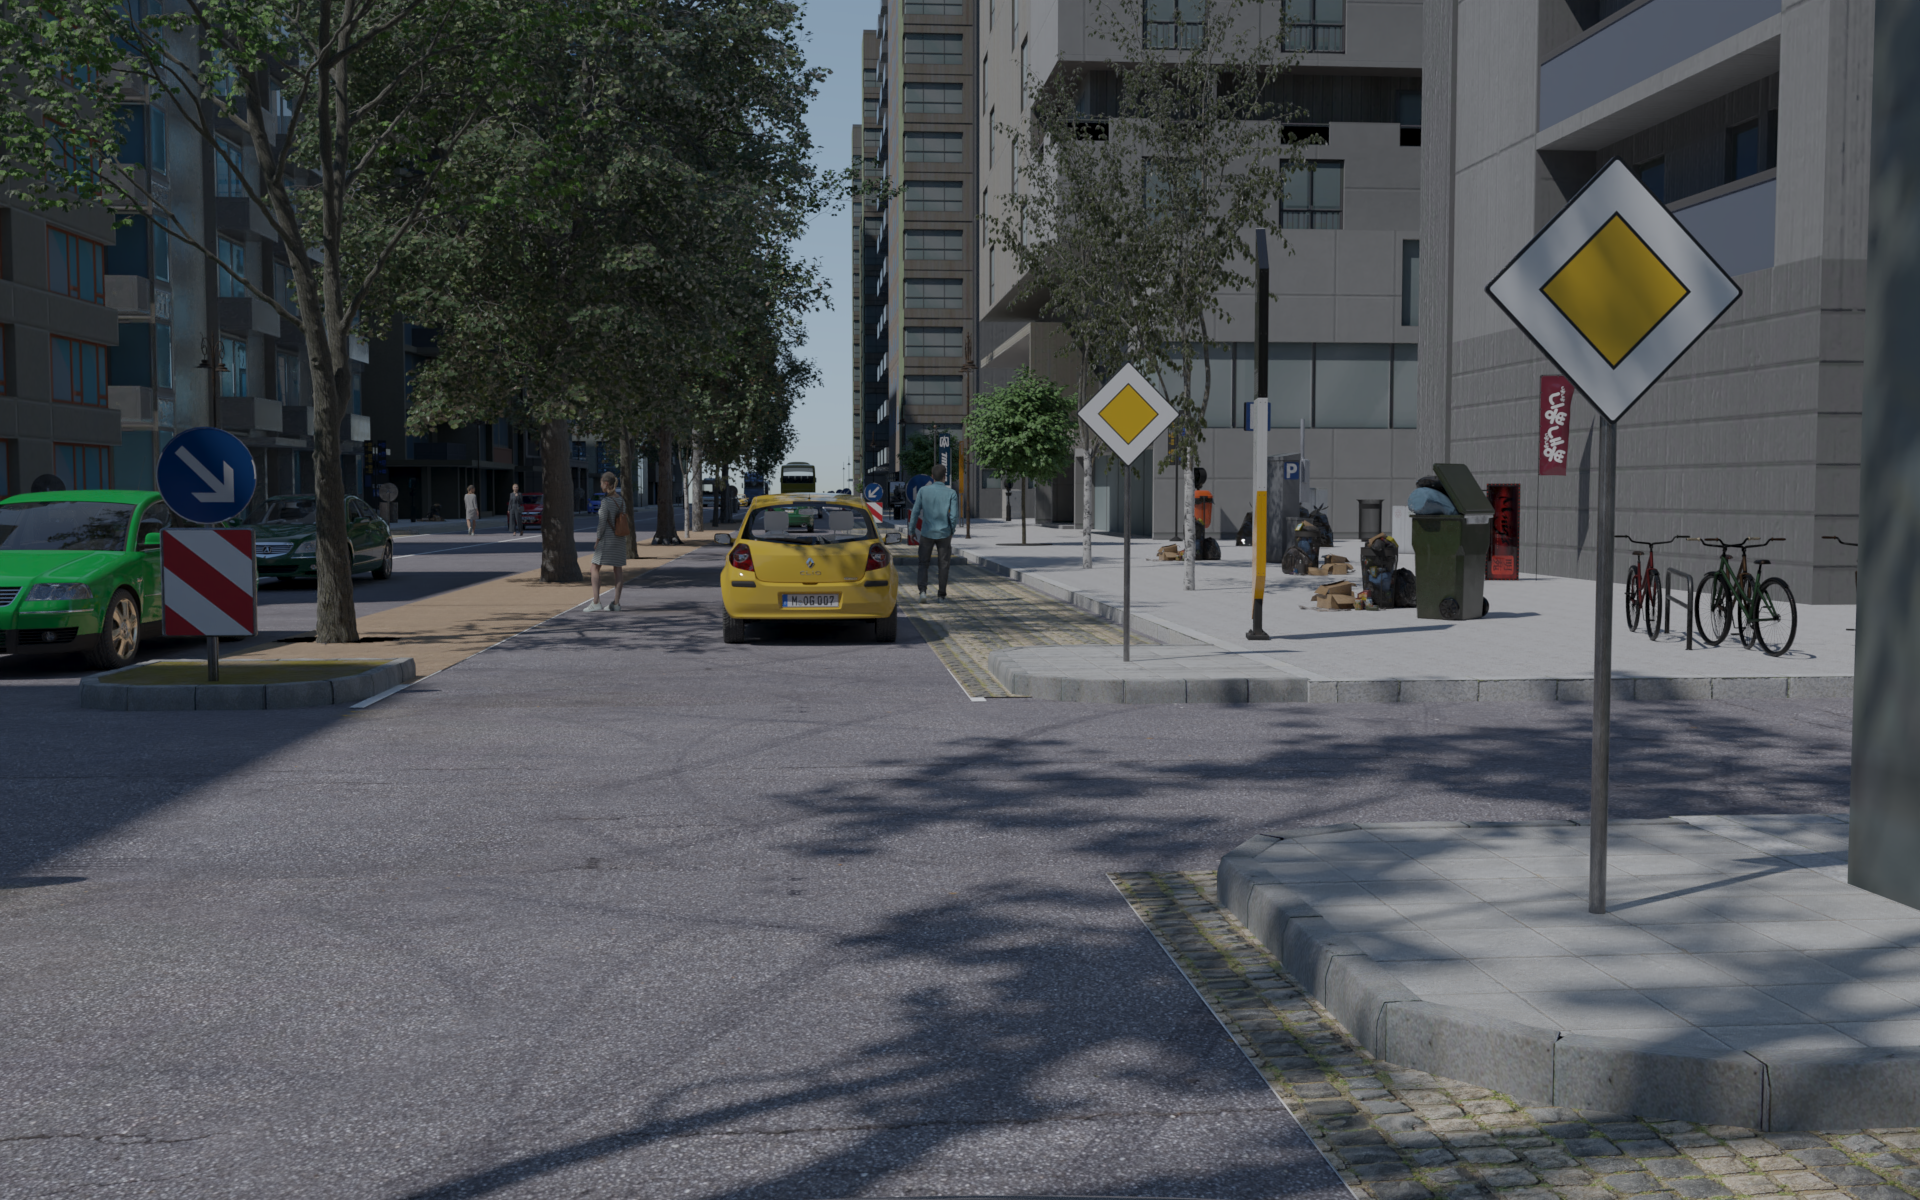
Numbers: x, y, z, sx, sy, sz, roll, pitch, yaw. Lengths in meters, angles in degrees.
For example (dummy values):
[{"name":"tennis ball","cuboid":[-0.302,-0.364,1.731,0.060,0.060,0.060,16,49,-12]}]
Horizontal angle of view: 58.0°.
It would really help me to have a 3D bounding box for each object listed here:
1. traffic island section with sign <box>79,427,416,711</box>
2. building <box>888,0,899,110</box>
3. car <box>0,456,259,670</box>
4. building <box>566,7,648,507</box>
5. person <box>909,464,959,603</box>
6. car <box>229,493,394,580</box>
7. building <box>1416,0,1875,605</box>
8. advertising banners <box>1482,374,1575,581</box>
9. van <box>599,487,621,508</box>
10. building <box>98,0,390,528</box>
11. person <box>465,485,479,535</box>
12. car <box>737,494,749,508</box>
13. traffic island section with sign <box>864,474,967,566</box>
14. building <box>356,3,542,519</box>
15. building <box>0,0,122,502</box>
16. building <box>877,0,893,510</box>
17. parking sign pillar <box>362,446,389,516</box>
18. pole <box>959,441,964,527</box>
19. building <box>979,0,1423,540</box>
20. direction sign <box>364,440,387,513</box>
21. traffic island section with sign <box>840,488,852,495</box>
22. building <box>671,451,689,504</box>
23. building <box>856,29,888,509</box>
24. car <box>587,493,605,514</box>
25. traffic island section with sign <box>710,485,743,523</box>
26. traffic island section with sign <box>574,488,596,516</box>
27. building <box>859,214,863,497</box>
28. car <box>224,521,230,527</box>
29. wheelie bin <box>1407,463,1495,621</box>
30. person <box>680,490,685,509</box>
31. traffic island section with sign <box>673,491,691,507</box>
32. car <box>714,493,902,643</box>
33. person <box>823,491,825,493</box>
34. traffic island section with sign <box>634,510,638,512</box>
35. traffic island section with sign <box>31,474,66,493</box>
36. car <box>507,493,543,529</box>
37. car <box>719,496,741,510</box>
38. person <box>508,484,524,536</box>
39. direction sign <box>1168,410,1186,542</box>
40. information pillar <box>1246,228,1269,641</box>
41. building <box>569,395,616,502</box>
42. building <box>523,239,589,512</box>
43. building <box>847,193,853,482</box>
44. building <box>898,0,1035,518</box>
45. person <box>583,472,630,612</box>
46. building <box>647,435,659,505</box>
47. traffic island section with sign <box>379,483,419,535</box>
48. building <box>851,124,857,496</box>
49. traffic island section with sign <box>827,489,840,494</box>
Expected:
[{"name":"traffic island section with sign","cuboid":[-5.156,-0.260,12.393,2.006,1.907,1.989,0,4,-5]},{"name":"building","cuboid":[2.570,-28.262,112.200,14.600,45.320,14.200,0,4,-5]},{"name":"car","cuboid":[-7.781,-0.407,15.451,1.959,1.807,4.718,0,4,-4]},{"name":"building","cuboid":[-44.291,-53.240,183.147,22.319,86.520,31.000,0,4,-5]},{"name":"person","cuboid":[-0.347,-0.863,22.638,0.660,1.820,0.620,0,4,5]},{"name":"car","cuboid":[-10.373,-0.972,27.683,2.131,1.459,4.920,0,4,-6]},{"name":"building","cuboid":[23.414,-29.473,23.883,28.212,58.520,21.231,0,4,-5]},{"name":"advertising banners","cuboid":[8.015,-1.801,25.633,2.074,3.025,0.090,1,4,16]},{"name":"van","cuboid":[-21.062,-6.067,106.201,2.013,2.044,4.112,0,4,-5]},{"name":"building","cuboid":[-36.605,-27.350,66.773,23.786,49.044,30.456,0,4,-5]},{"name":"person","cuboid":[-16.865,-3.095,59.847,0.466,1.731,0.760,-1,4,-18]},{"name":"car","cuboid":[-23.413,-10.625,183.936,2.015,1.641,3.980,0,4,-6]},{"name":"traffic island section with sign","cuboid":[-0.924,-1.638,35.413,1.989,1.847,2.006,0,4,-5]},{"name":"building","cuboid":[-36.415,-27.199,99.331,22.147,44.769,28.867,0,4,-5]},{"name":"building","cuboid":[-33.703,-11.170,27.667,27.650,21.520,28.899,0,4,-5]},{"name":"building","cuboid":[4.937,-31.533,135.165,23.786,49.044,30.456,0,4,-5]},{"name":"parking sign pillar","cuboid":[-28.840,-5.921,85.287,1.447,3.967,1.447,-3,5,-42]},{"name":"pole","cuboid":[0.053,-4.453,66.650,0.158,3.312,0.155,0,3,0]},{"name":"building","cuboid":[15.276,-28.876,61.355,28.713,52.752,27.495,0,4,-5]},{"name":"direction sign","cuboid":[-24.500,-4.932,72.636,0.876,3.537,0.379,-2,4,-24]},{"name":"traffic island section with sign","cuboid":[-3.259,-3.317,62.854,1.989,1.847,2.006,0,4,-5]},{"name":"building","cuboid":[-44.739,-33.797,236.183,14.154,41.232,14.086,0,4,-5]},{"name":"building","cuboid":[-1.885,-28.963,157.134,14.154,41.232,14.086,0,4,-5]},{"name":"car","cuboid":[-25.114,-6.851,121.603,1.945,1.707,3.694,0,4,-4]},{"name":"traffic island section with sign","cuboid":[-11.544,-4.839,87.261,2.006,1.907,1.989,0,4,-5]},{"name":"traffic island section with sign","cuboid":[-24.403,-6.266,111.082,1.989,1.847,2.006,0,4,-5]},{"name":"building","cuboid":[-3.500,-25.042,181.142,14.160,30.474,14.107,0,4,-5]},{"name":"car","cuboid":[-13.237,-0.990,27.992,2.131,1.459,4.920,0,4,-6]},{"name":"wheelie bin","cuboid":[5.020,-0.607,17.825,0.980,1.594,0.693,-3,5,-45]},{"name":"person","cuboid":[-26.674,-9.705,167.310,0.705,1.807,1.348,-2,4,-34]},{"name":"traffic island section with sign","cuboid":[-31.446,-11.324,193.773,1.989,1.847,2.006,0,4,-5]},{"name":"car","cuboid":[-1.581,-0.482,18.110,2.015,1.641,3.980,0,4,-5]},{"name":"person","cuboid":[-19.440,-14.600,246.847,1.348,1.869,0.705,-3,5,-42]},{"name":"traffic island section with sign","cuboid":[-26.681,-7.909,137.941,1.989,1.847,2.006,0,4,-5]},{"name":"traffic island section with sign","cuboid":[-17.796,-1.517,33.428,1.989,1.847,2.006,0,4,-5]},{"name":"car","cuboid":[-17.153,-3.732,70.055,2.155,1.783,4.494,0,4,-5]},{"name":"car","cuboid":[-20.507,-8.844,154.382,2.009,1.686,4.222,0,4,-6]},{"name":"person","cuboid":[-15.205,-3.080,59.282,0.576,1.772,0.534,0,4,-4]},{"name":"direction sign","cuboid":[5.866,-3.356,46.864,0.379,3.537,0.876,-2,4,-25]},{"name":"information pillar","cuboid":[2.626,-1.455,15.147,0.183,3.616,0.504,0,4,5]},{"name":"building","cuboid":[-46.187,-27.781,146.103,32.217,40.220,23.993,0,4,-5]},{"name":"building","cuboid":[-37.832,-41.901,123.340,20.563,71.187,20.611,0,4,-5]},{"name":"building","cuboid":[-3.190,-37.474,232.307,23.786,49.044,30.456,0,4,-5]},{"name":"building","cuboid":[3.474,-25.313,97.456,14.154,41.232,14.086,0,4,-5]},{"name":"person","cuboid":[-4.273,-0.714,21.181,0.522,1.701,0.512,1,4,23]},{"name":"building","cuboid":[-43.045,-34.111,207.822,14.600,45.320,14.200,0,4,-5]},{"name":"traffic island section with sign","cuboid":[-20.109,-3.186,60.726,1.989,1.847,2.006,0,4,-5]},{"name":"building","cuboid":[-5.161,-31.286,195.120,14.154,41.232,14.086,0,4,-5]},{"name":"traffic island section with sign","cuboid":[-9.803,-8.007,139.549,1.989,1.847,2.006,0,4,-5]}]
